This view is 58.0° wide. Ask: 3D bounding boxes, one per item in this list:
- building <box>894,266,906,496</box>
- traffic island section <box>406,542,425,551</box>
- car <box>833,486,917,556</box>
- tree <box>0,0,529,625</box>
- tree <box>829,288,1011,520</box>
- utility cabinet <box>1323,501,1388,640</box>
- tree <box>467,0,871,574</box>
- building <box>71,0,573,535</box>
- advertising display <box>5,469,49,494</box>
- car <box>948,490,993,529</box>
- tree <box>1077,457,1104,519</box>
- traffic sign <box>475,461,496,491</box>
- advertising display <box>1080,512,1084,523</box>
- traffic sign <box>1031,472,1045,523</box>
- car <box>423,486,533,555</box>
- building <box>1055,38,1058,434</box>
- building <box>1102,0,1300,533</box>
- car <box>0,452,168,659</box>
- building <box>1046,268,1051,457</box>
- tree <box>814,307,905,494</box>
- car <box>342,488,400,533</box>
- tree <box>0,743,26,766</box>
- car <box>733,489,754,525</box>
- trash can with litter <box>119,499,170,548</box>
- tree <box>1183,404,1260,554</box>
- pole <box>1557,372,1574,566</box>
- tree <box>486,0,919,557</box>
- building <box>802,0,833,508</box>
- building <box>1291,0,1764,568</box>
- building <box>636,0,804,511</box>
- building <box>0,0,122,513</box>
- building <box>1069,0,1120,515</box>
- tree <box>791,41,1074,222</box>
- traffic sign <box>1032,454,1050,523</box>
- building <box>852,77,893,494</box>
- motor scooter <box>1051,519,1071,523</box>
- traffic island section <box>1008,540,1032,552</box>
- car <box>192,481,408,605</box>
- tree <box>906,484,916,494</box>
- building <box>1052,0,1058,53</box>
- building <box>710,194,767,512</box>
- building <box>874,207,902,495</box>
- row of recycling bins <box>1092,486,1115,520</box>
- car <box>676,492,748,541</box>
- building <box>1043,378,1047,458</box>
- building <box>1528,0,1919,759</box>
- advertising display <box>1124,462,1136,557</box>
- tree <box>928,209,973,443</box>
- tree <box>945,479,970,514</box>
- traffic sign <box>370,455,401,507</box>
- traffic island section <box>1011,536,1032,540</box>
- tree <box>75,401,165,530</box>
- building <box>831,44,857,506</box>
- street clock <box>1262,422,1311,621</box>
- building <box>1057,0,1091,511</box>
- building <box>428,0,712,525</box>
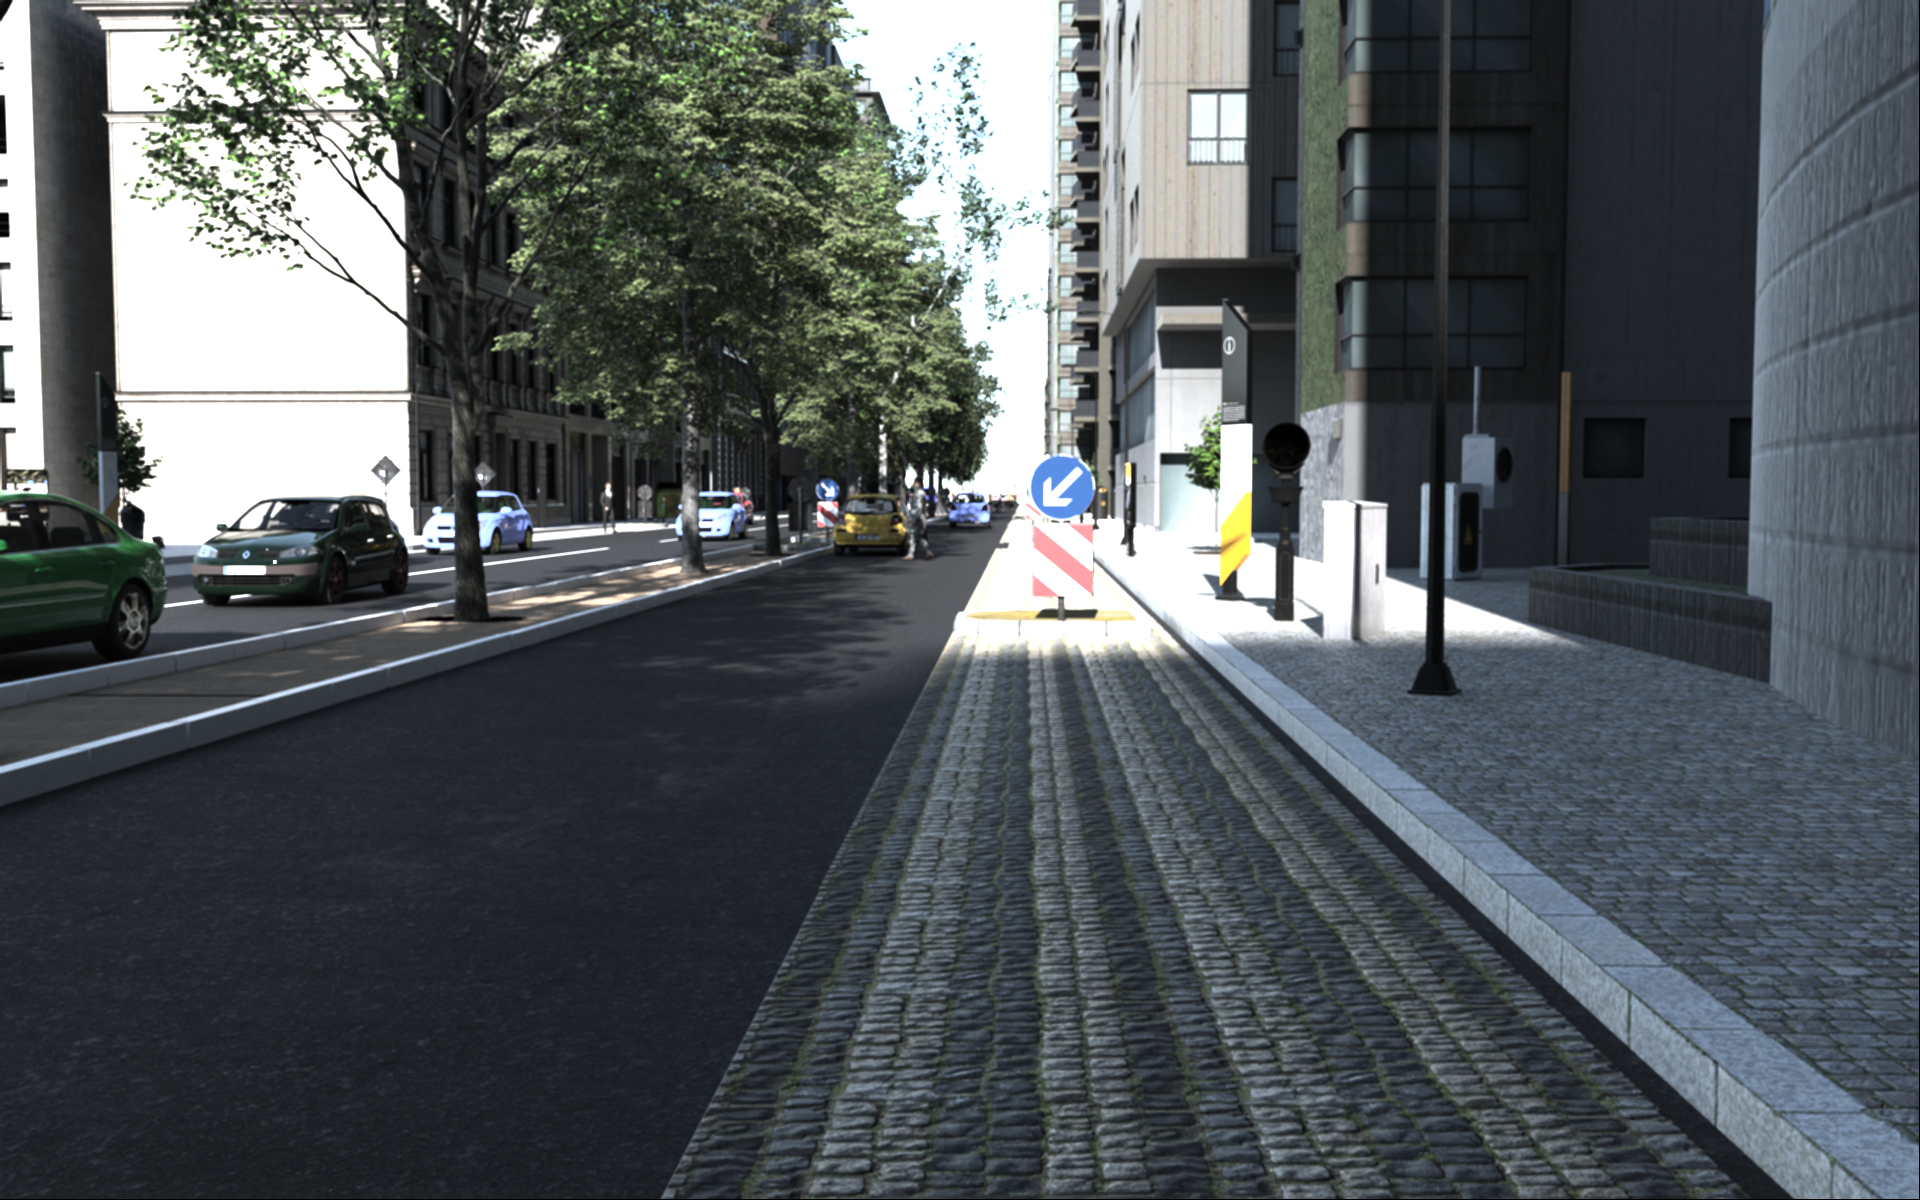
[{"bbox_3d":[-16.105,-36.213,275.684,14.154,41.232,14.086,0,4,2],"label":"building"},{"bbox_3d":[-14.748,-1.358,44.492,2.009,0.180,2.903,0,4,2],"label":"traffic island section"},{"bbox_3d":[-1.987,-1.923,41.669,2.015,1.641,3.980,0,4,4],"label":"car"},{"bbox_3d":[-5.599,-5.568,19.248,9.928,11.665,9.643,0,3,0],"label":"tree"},{"bbox_3d":[-2.123,-10.626,93.199,9.611,12.733,9.660,0,3,0],"label":"tree"},{"bbox_3d":[3.589,-0.277,15.689,0.306,1.237,1.020,2,4,30],"label":"utility cabinet"},{"bbox_3d":[-4.720,-6.713,30.334,7.486,12.596,7.792,0,3,0],"label":"tree"},{"bbox_3d":[-21.319,-12.092,62.331,10.561,19.102,19.286,0,4,2],"label":"building"},{"bbox_3d":[-23.979,-2.405,44.543,0.974,1.923,0.123,-2,4,-29],"label":"advertising display"},{"bbox_3d":[0.431,-3.900,73.362,1.945,1.707,3.694,0,4,2],"label":"car"},{"bbox_3d":[6.446,-5.812,89.622,1.663,3.219,1.824,0,3,0],"label":"tree"},{"bbox_3d":[-14.425,-2.983,52.409,0.795,2.450,0.064,0,4,2],"label":"traffic sign"},{"bbox_3d":[4.441,-3.547,63.215,0.123,1.923,0.974,0,3,0],"label":"advertising display"},{"bbox_3d":[2.507,-2.943,51.755,0.795,2.450,0.064,0,4,2],"label":"traffic sign"},{"bbox_3d":[-11.708,-1.990,42.121,1.945,1.707,3.694,0,4,4],"label":"car"},{"bbox_3d":[19.983,-32.954,158.413,23.786,49.044,30.456,0,4,2],"label":"building"},{"bbox_3d":[19.064,-29.165,66.085,27.495,52.752,28.713,0,4,2],"label":"building"},{"bbox_3d":[-8.120,-0.301,13.721,1.959,1.807,4.718,0,4,2],"label":"car"},{"bbox_3d":[18.095,-27.522,221.687,14.160,30.474,14.107,0,4,2],"label":"building"},{"bbox_3d":[-3.683,-6.705,62.439,4.737,8.622,4.395,0,3,0],"label":"tree"},{"bbox_3d":[-12.050,-1.418,32.979,2.009,1.686,4.222,0,4,1],"label":"car"},{"bbox_3d":[-5.729,-4.933,8.865,9.928,11.665,9.643,0,3,0],"label":"tree"},{"bbox_3d":[-10.602,-4.306,79.450,2.155,1.783,4.494,0,4,3],"label":"car"},{"bbox_3d":[-19.238,-1.801,40.838,1.055,1.170,0.624,-2,4,-27],"label":"trash can with litter"},{"bbox_3d":[5.658,-2.610,37.279,1.663,3.219,1.824,0,3,0],"label":"tree"},{"bbox_3d":[10.134,-2.149,28.983,0.158,3.312,0.155,0,3,0],"label":"pole"},{"bbox_3d":[-4.419,-6.821,39.740,9.928,11.665,9.643,0,3,0],"label":"tree"},{"bbox_3d":[-23.496,-37.505,155.202,21.231,58.520,28.212,0,4,2],"label":"building"},{"bbox_3d":[13.913,-16.149,35.737,14.160,30.474,14.107,0,4,2],"label":"building"},{"bbox_3d":[-19.945,-29.613,134.291,14.600,45.320,14.200,0,4,2],"label":"building"},{"bbox_3d":[-36.020,-12.406,57.590,16.860,20.320,10.420,0,4,2],"label":"building"},{"bbox_3d":[18.284,-27.935,111.369,22.147,44.769,28.867,0,4,2],"label":"building"},{"bbox_3d":[-2.057,-13.053,71.755,12.611,20.169,13.585,0,3,0],"label":"tree"},{"bbox_3d":[2.207,-2.455,43.775,0.795,2.450,0.064,0,4,2],"label":"traffic sign"},{"bbox_3d":[-23.494,-38.850,224.439,28.713,52.752,27.495,0,4,2],"label":"building"},{"bbox_3d":[2.035,-1.350,34.855,0.815,1.314,1.986,0,4,3],"label":"motor scooter"},{"bbox_3d":[2.231,-1.319,43.852,2.009,0.180,2.903,0,4,2],"label":"traffic island section"},{"bbox_3d":[-8.920,-0.848,23.656,2.009,1.686,4.222,0,4,0],"label":"car"},{"bbox_3d":[-8.891,-17.922,287.624,1.663,3.219,1.824,0,3,0],"label":"tree"},{"bbox_3d":[20.396,-39.475,187.408,21.231,58.520,28.212,0,4,2],"label":"building"},{"bbox_3d":[-19.547,-17.652,117.488,11.050,23.489,19.941,0,4,2],"label":"building"},{"bbox_3d":[-19.882,-36.625,253.448,22.147,44.769,28.867,0,4,2],"label":"building"},{"bbox_3d":[8.370,-4.887,87.012,3.534,1.692,1.069,1,4,13],"label":"row of recycling bins"},{"bbox_3d":[-7.720,-2.717,54.011,1.945,1.707,3.694,0,4,3],"label":"car"},{"bbox_3d":[27.020,-26.086,271.549,27.650,21.520,28.899,0,4,2],"label":"building"},{"bbox_3d":[14.899,-28.269,4.205,21.231,58.520,28.212,0,4,2],"label":"building"},{"bbox_3d":[3.518,-1.870,35.786,0.123,1.923,0.974,0,4,-2],"label":"advertising display"},{"bbox_3d":[-3.462,-8.289,56.106,7.486,12.596,7.792,0,3,0],"label":"tree"},{"bbox_3d":[-0.906,-10.558,125.437,4.360,8.622,3.978,0,3,0],"label":"tree"},{"bbox_3d":[-14.725,-2.495,44.429,0.795,2.450,0.064,0,4,2],"label":"traffic sign"},{"bbox_3d":[2.531,-1.807,51.831,2.009,0.180,2.903,0,4,2],"label":"traffic island section"},{"bbox_3d":[-17.231,-2.526,35.897,1.663,3.219,1.824,0,3,0],"label":"tree"},{"bbox_3d":[-22.423,-34.074,180.815,21.300,48.544,21.600,0,4,2],"label":"building"},{"bbox_3d":[3.290,-0.792,17.519,0.471,2.002,0.358,0,4,8],"label":"street clock"},{"bbox_3d":[14.656,-27.686,136.266,14.154,41.232,14.086,0,4,2],"label":"building"},{"bbox_3d":[-25.476,-17.415,89.248,19.350,26.468,34.151,0,4,2],"label":"building"}]
